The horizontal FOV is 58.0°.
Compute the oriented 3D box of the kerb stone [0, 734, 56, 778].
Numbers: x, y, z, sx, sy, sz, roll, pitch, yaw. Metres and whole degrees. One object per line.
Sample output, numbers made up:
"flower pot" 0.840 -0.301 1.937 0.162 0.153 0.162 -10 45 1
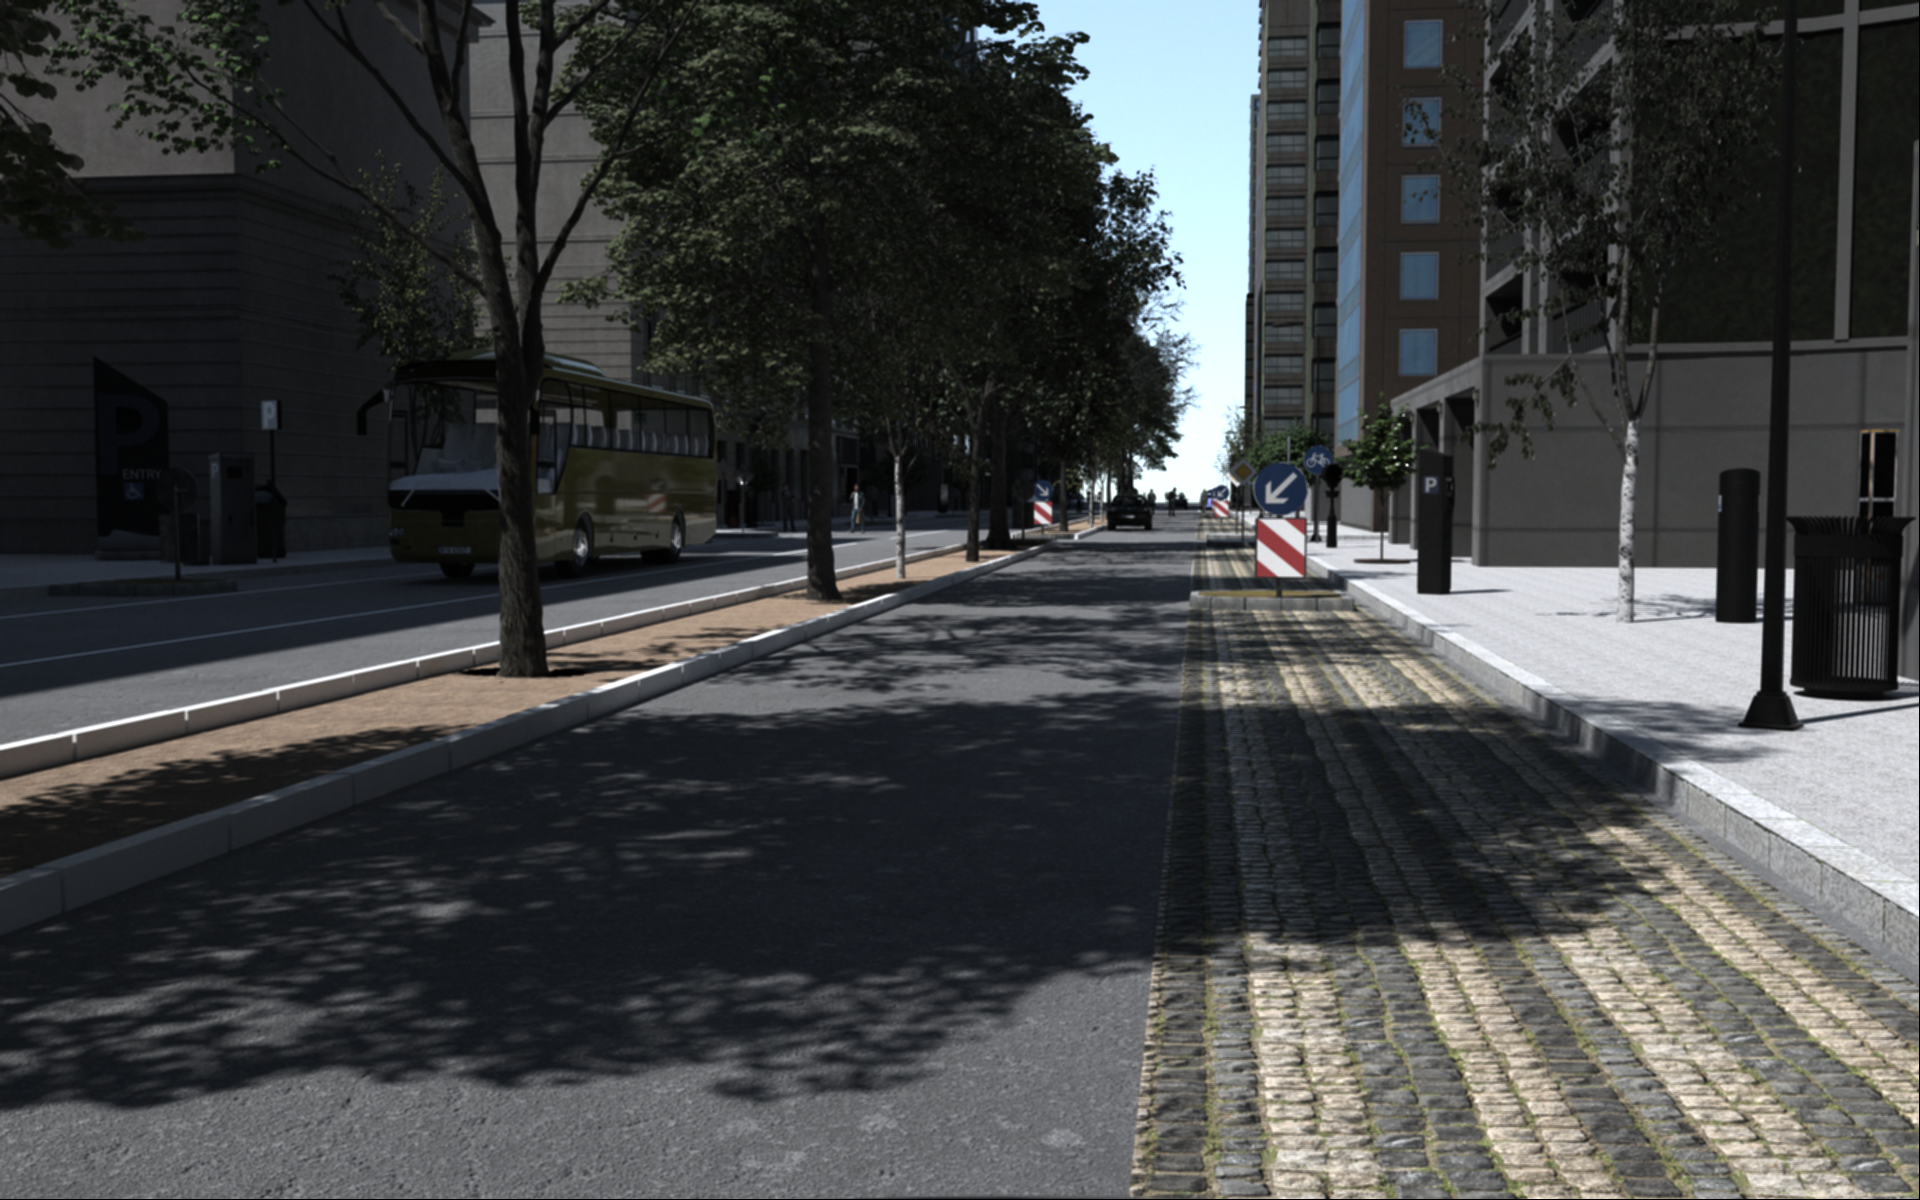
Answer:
"kerb stone" -4.864 0.824 8.758 0.120 0.150 1.000 0 4 8

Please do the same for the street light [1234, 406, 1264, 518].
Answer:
"street light" 15.382 -7.275 91.479 1.470 5.913 1.316 0 4 8

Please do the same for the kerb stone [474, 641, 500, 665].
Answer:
"kerb stone" -4.009 0.451 14.855 0.120 0.150 1.000 0 4 8

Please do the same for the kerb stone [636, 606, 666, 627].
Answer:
"kerb stone" -3.456 0.200 18.923 0.120 0.150 1.000 0 4 8

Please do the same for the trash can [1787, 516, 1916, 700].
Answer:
"trash can" 5.609 0.042 10.967 0.748 1.137 0.748 0 3 0

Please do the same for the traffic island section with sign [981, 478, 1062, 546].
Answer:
"traffic island section with sign" 1.702 -2.468 48.496 2.006 1.907 1.989 0 4 8

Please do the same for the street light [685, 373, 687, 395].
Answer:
"street light" -8.595 -5.207 57.679 1.470 5.913 1.316 0 4 8

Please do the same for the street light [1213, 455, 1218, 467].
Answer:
"street light" 31.060 -14.221 205.050 1.470 5.913 1.316 0 4 8

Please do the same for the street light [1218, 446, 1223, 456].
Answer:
"street light" 25.947 -11.917 167.390 1.470 5.913 1.316 0 4 8

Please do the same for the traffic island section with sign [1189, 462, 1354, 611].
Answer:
"traffic island section with sign" 3.937 -0.822 22.067 1.989 1.847 2.006 0 4 8

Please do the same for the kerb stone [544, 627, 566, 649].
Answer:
"kerb stone" -3.871 0.387 15.868 0.120 0.150 1.000 0 4 8

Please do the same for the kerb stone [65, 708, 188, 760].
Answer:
"kerb stone" -4.717 0.760 9.769 0.120 0.150 1.000 0 4 8

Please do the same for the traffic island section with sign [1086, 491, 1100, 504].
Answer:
"traffic island section with sign" 17.751 -14.015 237.774 1.989 1.847 2.006 0 4 8

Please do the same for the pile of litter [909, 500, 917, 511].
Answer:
"pile of litter" -3.866 -7.107 130.169 1.176 0.858 1.719 -2 4 -29

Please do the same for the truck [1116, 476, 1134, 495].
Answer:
"truck" 26.326 -17.564 276.089 2.839 4.237 11.283 0 4 6

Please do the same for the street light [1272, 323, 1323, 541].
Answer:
"street light" 9.165 -4.560 47.098 1.470 5.913 1.316 0 4 8

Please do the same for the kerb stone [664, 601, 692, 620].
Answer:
"kerb stone" -3.314 0.138 19.935 0.120 0.150 1.000 0 4 8

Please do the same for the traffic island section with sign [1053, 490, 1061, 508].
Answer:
"traffic island section with sign" 10.214 -10.688 183.372 1.989 1.847 2.006 0 4 8

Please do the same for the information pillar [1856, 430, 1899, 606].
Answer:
"information pillar" 10.551 -0.944 19.932 0.304 2.012 0.304 0 4 3

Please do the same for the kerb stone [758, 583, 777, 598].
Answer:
"kerb stone" -2.745 -0.109 23.984 0.120 0.150 1.000 0 4 8

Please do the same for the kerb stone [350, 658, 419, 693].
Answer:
"kerb stone" -4.306 0.573 12.830 0.120 0.150 1.000 0 4 8

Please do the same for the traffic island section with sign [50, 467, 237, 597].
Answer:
"traffic island section with sign" -11.708 -1.012 25.177 1.989 1.847 2.006 0 4 8

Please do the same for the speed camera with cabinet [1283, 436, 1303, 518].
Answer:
"speed camera with cabinet" 11.241 -3.935 58.671 0.660 3.252 2.038 1 4 18

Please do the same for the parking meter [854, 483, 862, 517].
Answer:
"parking meter" -5.187 -5.045 88.205 0.399 1.863 0.255 -1 4 -12

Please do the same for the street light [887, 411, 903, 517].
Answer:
"street light" -3.357 -7.542 95.846 1.470 5.913 1.316 0 4 8

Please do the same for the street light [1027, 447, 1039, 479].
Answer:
"street light" 7.202 -12.190 171.848 1.470 5.913 1.316 0 4 8

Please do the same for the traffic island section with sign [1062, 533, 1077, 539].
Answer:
"traffic island section with sign" 2.729 -2.917 55.832 2.006 1.907 1.989 0 4 8

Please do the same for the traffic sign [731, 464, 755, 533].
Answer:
"traffic sign" -7.204 -3.293 57.489 0.795 2.450 0.064 0 4 8

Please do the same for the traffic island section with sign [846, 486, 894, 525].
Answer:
"traffic island section with sign" -4.110 -4.368 80.048 1.989 1.847 2.006 0 4 8

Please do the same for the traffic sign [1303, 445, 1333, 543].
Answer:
"traffic sign" 9.365 -2.767 45.346 0.768 2.556 0.104 1 4 15

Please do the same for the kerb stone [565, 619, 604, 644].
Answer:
"kerb stone" -3.727 0.326 16.888 0.120 0.150 1.000 0 4 8

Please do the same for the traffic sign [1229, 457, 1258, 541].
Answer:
"traffic sign" 7.739 -2.673 47.344 0.795 2.450 0.064 0 4 8

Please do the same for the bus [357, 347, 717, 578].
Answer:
"bus" -7.297 -2.522 32.781 2.896 3.916 12.252 0 4 6

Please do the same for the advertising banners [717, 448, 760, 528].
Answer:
"advertising banners" -8.628 -4.272 66.036 2.074 3.025 0.090 1 4 15

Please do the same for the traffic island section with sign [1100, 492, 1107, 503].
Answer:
"traffic island section with sign" 21.452 -15.648 264.475 1.989 1.847 2.006 0 4 8

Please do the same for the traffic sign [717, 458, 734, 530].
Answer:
"traffic sign" -8.535 -3.808 62.266 0.884 2.594 0.081 1 4 16

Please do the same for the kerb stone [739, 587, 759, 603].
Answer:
"kerb stone" -2.882 -0.046 22.971 0.120 0.150 1.000 0 4 8

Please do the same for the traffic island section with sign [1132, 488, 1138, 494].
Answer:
"traffic island section with sign" 13.037 -7.470 130.263 2.006 1.907 1.989 0 4 8

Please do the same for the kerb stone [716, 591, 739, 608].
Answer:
"kerb stone" -3.026 0.016 21.959 0.120 0.150 1.000 0 4 8

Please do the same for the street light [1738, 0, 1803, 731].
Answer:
"street light" 3.937 -2.258 9.454 1.470 5.913 1.316 0 4 8

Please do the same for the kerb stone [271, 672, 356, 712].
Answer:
"kerb stone" -4.434 0.635 11.808 0.120 0.150 1.000 0 4 8

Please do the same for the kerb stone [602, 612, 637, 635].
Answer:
"kerb stone" -3.581 0.263 17.900 0.120 0.150 1.000 0 4 8

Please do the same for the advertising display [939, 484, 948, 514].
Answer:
"advertising display" -1.077 -6.650 113.934 0.123 1.923 0.974 2 4 31

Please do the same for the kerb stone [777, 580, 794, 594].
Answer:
"kerb stone" -2.606 -0.164 25.000 0.120 0.150 1.000 0 4 8

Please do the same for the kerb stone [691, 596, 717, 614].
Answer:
"kerb stone" -3.170 0.076 20.947 0.120 0.150 1.000 0 4 8

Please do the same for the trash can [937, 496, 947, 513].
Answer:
"trash can" -1.229 -6.568 119.035 0.748 1.137 0.748 0 3 0

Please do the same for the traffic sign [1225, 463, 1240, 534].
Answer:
"traffic sign" 8.835 -3.157 55.254 0.795 2.450 0.064 0 4 8

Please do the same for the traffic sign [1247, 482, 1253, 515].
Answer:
"traffic sign" 18.217 -6.626 108.444 0.768 2.556 0.104 1 4 17

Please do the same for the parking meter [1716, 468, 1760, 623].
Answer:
"parking meter" 7.781 -0.545 17.325 0.372 1.533 0.369 0 3 0

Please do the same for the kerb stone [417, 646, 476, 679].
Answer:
"kerb stone" -4.158 0.511 13.843 0.120 0.150 1.000 0 4 8

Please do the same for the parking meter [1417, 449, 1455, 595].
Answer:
"parking meter" 6.101 -1.008 22.197 0.399 1.863 0.255 3 5 43

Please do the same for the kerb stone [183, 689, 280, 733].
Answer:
"kerb stone" -4.576 0.702 10.790 0.120 0.150 1.000 0 4 8

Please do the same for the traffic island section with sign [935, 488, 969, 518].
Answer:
"traffic island section with sign" -0.406 -6.001 106.748 1.989 1.847 2.006 0 4 8

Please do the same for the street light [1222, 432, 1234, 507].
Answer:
"street light" 20.529 -9.578 129.135 1.470 5.913 1.316 0 4 8
